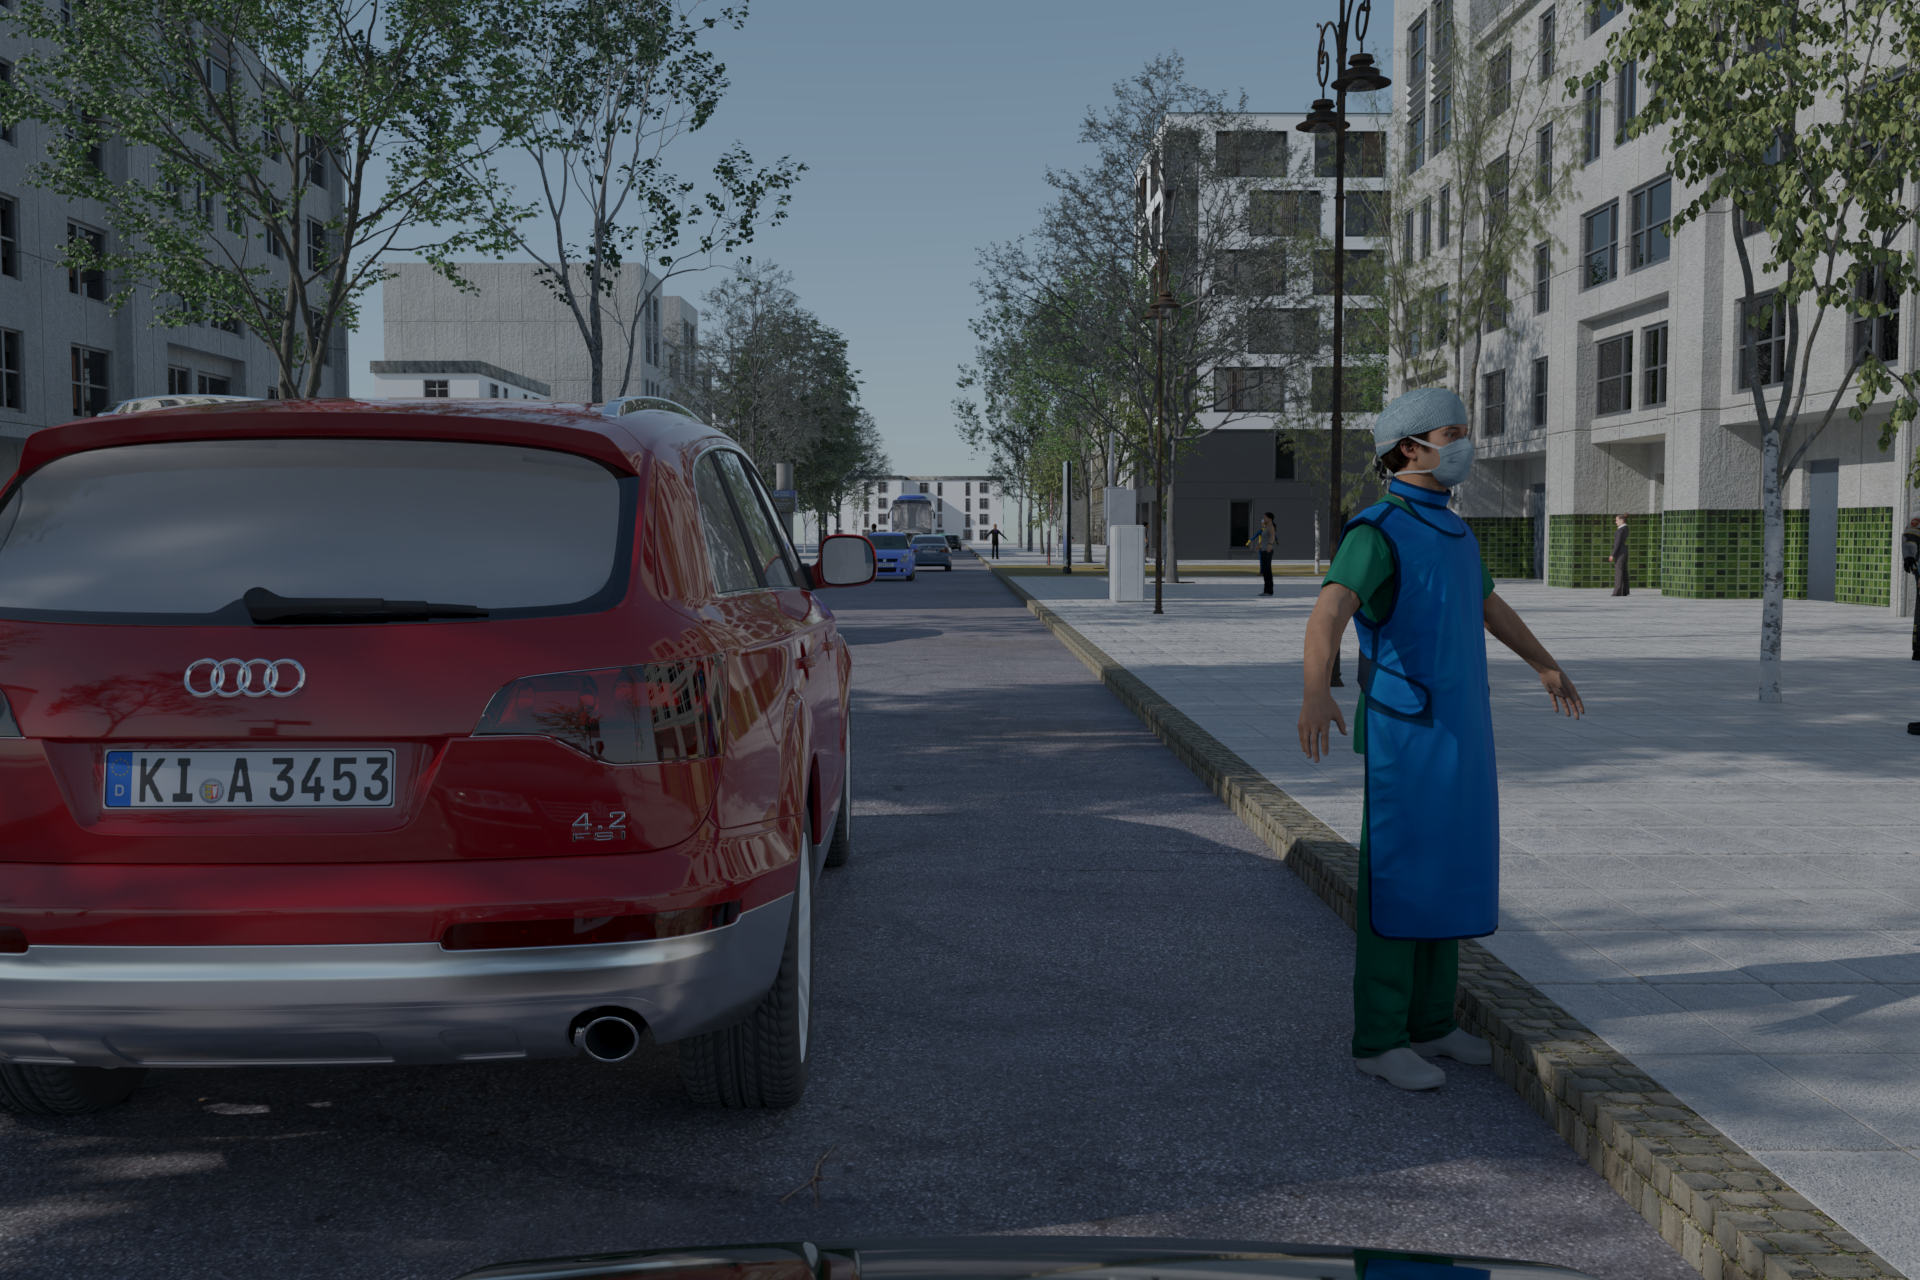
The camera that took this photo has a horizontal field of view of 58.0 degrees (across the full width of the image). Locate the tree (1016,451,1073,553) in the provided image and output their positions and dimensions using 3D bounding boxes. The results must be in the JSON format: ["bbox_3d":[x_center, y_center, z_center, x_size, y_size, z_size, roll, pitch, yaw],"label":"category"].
[{"bbox_3d":[5.996,-10.202,117.170,4.737,8.622,4.395,0,3,0],"label":"tree"}]

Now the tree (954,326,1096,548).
[{"bbox_3d":[5.899,-18.350,155.907,12.611,20.169,13.585,0,3,0],"label":"tree"}]

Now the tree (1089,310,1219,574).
[{"bbox_3d":[6.410,-6.432,55.531,4.737,8.622,4.395,0,3,0],"label":"tree"}]

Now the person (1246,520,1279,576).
[{"bbox_3d":[9.325,-2.864,53.285,1.216,1.772,0.721,-2,4,-27],"label":"person"}]

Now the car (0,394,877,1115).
[{"bbox_3d":[-1.431,0.173,5.839,2.281,1.827,5.304,0,4,-2],"label":"car"}]

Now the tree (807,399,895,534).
[{"bbox_3d":[-10.431,-14.409,145.961,12.009,13.543,11.850,0,3,0],"label":"tree"}]

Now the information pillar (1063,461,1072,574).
[{"bbox_3d":[3.486,-3.973,56.269,0.184,3.620,1.656,0,4,-1],"label":"information pillar"}]

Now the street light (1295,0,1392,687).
[{"bbox_3d":[3.148,-2.546,14.422,0.468,5.910,1.993,0,4,0],"label":"street light"}]

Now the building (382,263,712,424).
[{"bbox_3d":[-29.113,-16.051,128.889,16.747,18.905,31.486,0,4,0],"label":"building"}]

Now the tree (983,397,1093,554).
[{"bbox_3d":[4.907,-10.725,109.766,7.601,10.594,8.767,0,4,6],"label":"tree"}]

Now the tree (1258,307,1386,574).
[{"bbox_3d":[11.582,-6.455,55.901,4.360,8.622,3.978,0,3,0],"label":"tree"}]

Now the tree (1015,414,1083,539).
[{"bbox_3d":[5.820,-9.221,101.132,4.360,8.622,3.978,0,3,0],"label":"tree"}]

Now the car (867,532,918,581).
[{"bbox_3d":[-2.261,-2.704,53.794,1.945,1.707,3.694,0,4,0],"label":"car"}]

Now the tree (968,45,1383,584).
[{"bbox_3d":[5.417,-8.221,44.778,12.009,13.543,11.850,0,3,0],"label":"tree"}]

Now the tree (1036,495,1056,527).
[{"bbox_3d":[15.752,-20.767,246.194,9.857,13.997,8.962,0,3,0],"label":"tree"}]

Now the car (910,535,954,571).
[{"bbox_3d":[-1.213,-3.407,67.706,2.014,1.417,4.499,0,4,-1],"label":"car"}]

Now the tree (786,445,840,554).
[{"bbox_3d":[-9.803,-9.837,111.202,4.737,8.622,4.395,0,3,0],"label":"tree"}]

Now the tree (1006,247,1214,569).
[{"bbox_3d":[5.497,-8.399,63.074,9.928,11.665,9.643,0,3,0],"label":"tree"}]

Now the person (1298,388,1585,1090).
[{"bbox_3d":[1.249,0.244,4.600,1.347,1.817,0.704,-3,5,-45],"label":"person"}]

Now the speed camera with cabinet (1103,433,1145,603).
[{"bbox_3d":[3.169,-2.383,33.305,0.660,3.252,2.038,0,4,-1],"label":"speed camera with cabinet"}]

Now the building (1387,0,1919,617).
[{"bbox_3d":[22.785,-10.734,41.955,16.747,18.905,31.486,0,4,0],"label":"building"}]

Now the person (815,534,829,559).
[{"bbox_3d":[-3.635,-2.121,46.404,0.599,1.433,0.991,-2,4,-28],"label":"person"}]

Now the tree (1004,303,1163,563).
[{"bbox_3d":[5.538,-9.229,76.646,9.928,11.665,9.643,0,3,0],"label":"tree"}]

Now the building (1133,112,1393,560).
[{"bbox_3d":[23.744,-15.703,100.714,27.936,21.610,32.646,0,4,-1],"label":"building"}]

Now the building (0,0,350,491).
[{"bbox_3d":[-28.835,-10.784,42.779,16.747,18.905,31.486,0,4,-1],"label":"building"}]

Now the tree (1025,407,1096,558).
[{"bbox_3d":[5.361,-8.824,94.640,4.737,8.622,4.395,0,3,0],"label":"tree"}]

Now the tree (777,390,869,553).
[{"bbox_3d":[-9.809,-11.915,120.563,9.928,11.665,9.643,0,3,0],"label":"tree"}]

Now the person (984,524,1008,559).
[{"bbox_3d":[1.807,-5.008,88.100,1.346,1.802,0.704,-1,4,-22],"label":"person"}]

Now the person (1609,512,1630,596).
[{"bbox_3d":[13.619,-1.772,35.811,0.445,1.727,0.742,1,4,12],"label":"person"}]

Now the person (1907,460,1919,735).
[{"bbox_3d":[6.280,-0.322,11.101,0.704,1.849,1.345,2,4,29],"label":"person"}]

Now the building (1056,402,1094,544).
[{"bbox_3d":[22.296,-23.994,223.224,19.493,23.208,18.063,0,4,-1],"label":"building"}]

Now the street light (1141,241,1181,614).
[{"bbox_3d":[3.191,-3.357,27.675,0.468,5.910,1.993,0,3,0],"label":"street light"}]

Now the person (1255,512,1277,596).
[{"bbox_3d":[6.286,-1.774,35.822,0.721,1.737,1.217,0,4,-2],"label":"person"}]

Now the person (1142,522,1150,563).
[{"bbox_3d":[8.245,-4.313,76.664,0.704,1.843,1.345,1,4,11],"label":"person"}]

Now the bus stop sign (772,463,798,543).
[{"bbox_3d":[-6.539,-4.633,64.766,0.837,3.901,0.837,0,4,1],"label":"bus stop sign"}]

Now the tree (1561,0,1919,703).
[{"bbox_3d":[6.189,-3.813,12.706,4.737,8.622,4.395,0,3,0],"label":"tree"}]

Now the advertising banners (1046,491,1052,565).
[{"bbox_3d":[3.691,-4.610,71.556,0.090,3.025,2.074,0,4,-1],"label":"advertising banners"}]

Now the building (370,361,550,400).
[{"bbox_3d":[-27.673,-9.528,97.934,9.099,9.664,28.070,0,3,0],"label":"building"}]

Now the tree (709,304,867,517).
[{"bbox_3d":[-9.726,-11.658,97.256,9.857,13.997,8.962,0,3,0],"label":"tree"}]

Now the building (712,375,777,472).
[{"bbox_3d":[-26.131,-21.428,206.765,16.016,20.090,11.380,0,4,-1],"label":"building"}]

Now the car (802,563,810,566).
[{"bbox_3d":[-3.028,-0.864,23.911,2.009,1.686,4.222,0,3,0],"label":"car"}]

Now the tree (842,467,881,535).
[{"bbox_3d":[-9.733,-12.702,158.043,4.360,8.622,3.978,0,3,0],"label":"tree"}]

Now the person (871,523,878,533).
[{"bbox_3d":[-2.947,-3.080,59.086,0.705,1.796,1.348,3,5,43],"label":"person"}]

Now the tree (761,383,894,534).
[{"bbox_3d":[-10.281,-13.582,132.440,12.009,13.543,11.850,0,3,0],"label":"tree"}]

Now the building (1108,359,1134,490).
[{"bbox_3d":[24.695,-18.939,176.113,16.747,18.905,31.486,0,3,0],"label":"building"}]

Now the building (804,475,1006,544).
[{"bbox_3d":[-7.742,-18.506,247.169,28.070,9.664,9.099,0,4,6],"label":"building"}]

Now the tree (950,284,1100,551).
[{"bbox_3d":[5.105,-16.776,130.170,12.611,20.169,13.585,0,3,0],"label":"tree"}]

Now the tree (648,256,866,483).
[{"bbox_3d":[-9.306,-10.164,76.552,12.009,13.543,11.850,0,3,0],"label":"tree"}]

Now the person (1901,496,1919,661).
[{"bbox_3d":[9.854,-0.718,17.508,1.351,1.858,0.704,-2,4,-34],"label":"person"}]

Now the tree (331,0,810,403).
[{"bbox_3d":[-10.475,-11.641,46.212,12.611,20.169,13.585,0,3,0],"label":"tree"}]

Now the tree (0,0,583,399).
[{"bbox_3d":[-9.323,-6.028,24.314,9.928,11.665,9.643,0,3,0],"label":"tree"}]

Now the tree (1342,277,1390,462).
[{"bbox_3d":[17.580,-8.386,62.862,9.928,11.665,9.643,0,3,0],"label":"tree"}]

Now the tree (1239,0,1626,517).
[{"bbox_3d":[6.042,-4.284,20.410,4.360,8.622,3.978,0,3,0],"label":"tree"}]

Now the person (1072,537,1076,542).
[{"bbox_3d":[5.375,-4.900,86.301,0.705,1.806,1.347,-1,4,-21],"label":"person"}]

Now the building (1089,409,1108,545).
[{"bbox_3d":[25.540,-22.869,204.831,19.493,23.208,18.063,0,4,0],"label":"building"}]

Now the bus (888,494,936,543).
[{"bbox_3d":[-2.936,-7.283,110.619,2.896,3.916,12.251,0,3,0],"label":"bus"}]

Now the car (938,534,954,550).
[{"bbox_3d":[-1.415,-9.065,157.001,1.959,1.807,4.718,0,4,-1],"label":"car"}]

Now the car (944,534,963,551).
[{"bbox_3d":[-0.720,-8.302,145.519,2.009,1.686,4.222,0,4,0],"label":"car"}]
